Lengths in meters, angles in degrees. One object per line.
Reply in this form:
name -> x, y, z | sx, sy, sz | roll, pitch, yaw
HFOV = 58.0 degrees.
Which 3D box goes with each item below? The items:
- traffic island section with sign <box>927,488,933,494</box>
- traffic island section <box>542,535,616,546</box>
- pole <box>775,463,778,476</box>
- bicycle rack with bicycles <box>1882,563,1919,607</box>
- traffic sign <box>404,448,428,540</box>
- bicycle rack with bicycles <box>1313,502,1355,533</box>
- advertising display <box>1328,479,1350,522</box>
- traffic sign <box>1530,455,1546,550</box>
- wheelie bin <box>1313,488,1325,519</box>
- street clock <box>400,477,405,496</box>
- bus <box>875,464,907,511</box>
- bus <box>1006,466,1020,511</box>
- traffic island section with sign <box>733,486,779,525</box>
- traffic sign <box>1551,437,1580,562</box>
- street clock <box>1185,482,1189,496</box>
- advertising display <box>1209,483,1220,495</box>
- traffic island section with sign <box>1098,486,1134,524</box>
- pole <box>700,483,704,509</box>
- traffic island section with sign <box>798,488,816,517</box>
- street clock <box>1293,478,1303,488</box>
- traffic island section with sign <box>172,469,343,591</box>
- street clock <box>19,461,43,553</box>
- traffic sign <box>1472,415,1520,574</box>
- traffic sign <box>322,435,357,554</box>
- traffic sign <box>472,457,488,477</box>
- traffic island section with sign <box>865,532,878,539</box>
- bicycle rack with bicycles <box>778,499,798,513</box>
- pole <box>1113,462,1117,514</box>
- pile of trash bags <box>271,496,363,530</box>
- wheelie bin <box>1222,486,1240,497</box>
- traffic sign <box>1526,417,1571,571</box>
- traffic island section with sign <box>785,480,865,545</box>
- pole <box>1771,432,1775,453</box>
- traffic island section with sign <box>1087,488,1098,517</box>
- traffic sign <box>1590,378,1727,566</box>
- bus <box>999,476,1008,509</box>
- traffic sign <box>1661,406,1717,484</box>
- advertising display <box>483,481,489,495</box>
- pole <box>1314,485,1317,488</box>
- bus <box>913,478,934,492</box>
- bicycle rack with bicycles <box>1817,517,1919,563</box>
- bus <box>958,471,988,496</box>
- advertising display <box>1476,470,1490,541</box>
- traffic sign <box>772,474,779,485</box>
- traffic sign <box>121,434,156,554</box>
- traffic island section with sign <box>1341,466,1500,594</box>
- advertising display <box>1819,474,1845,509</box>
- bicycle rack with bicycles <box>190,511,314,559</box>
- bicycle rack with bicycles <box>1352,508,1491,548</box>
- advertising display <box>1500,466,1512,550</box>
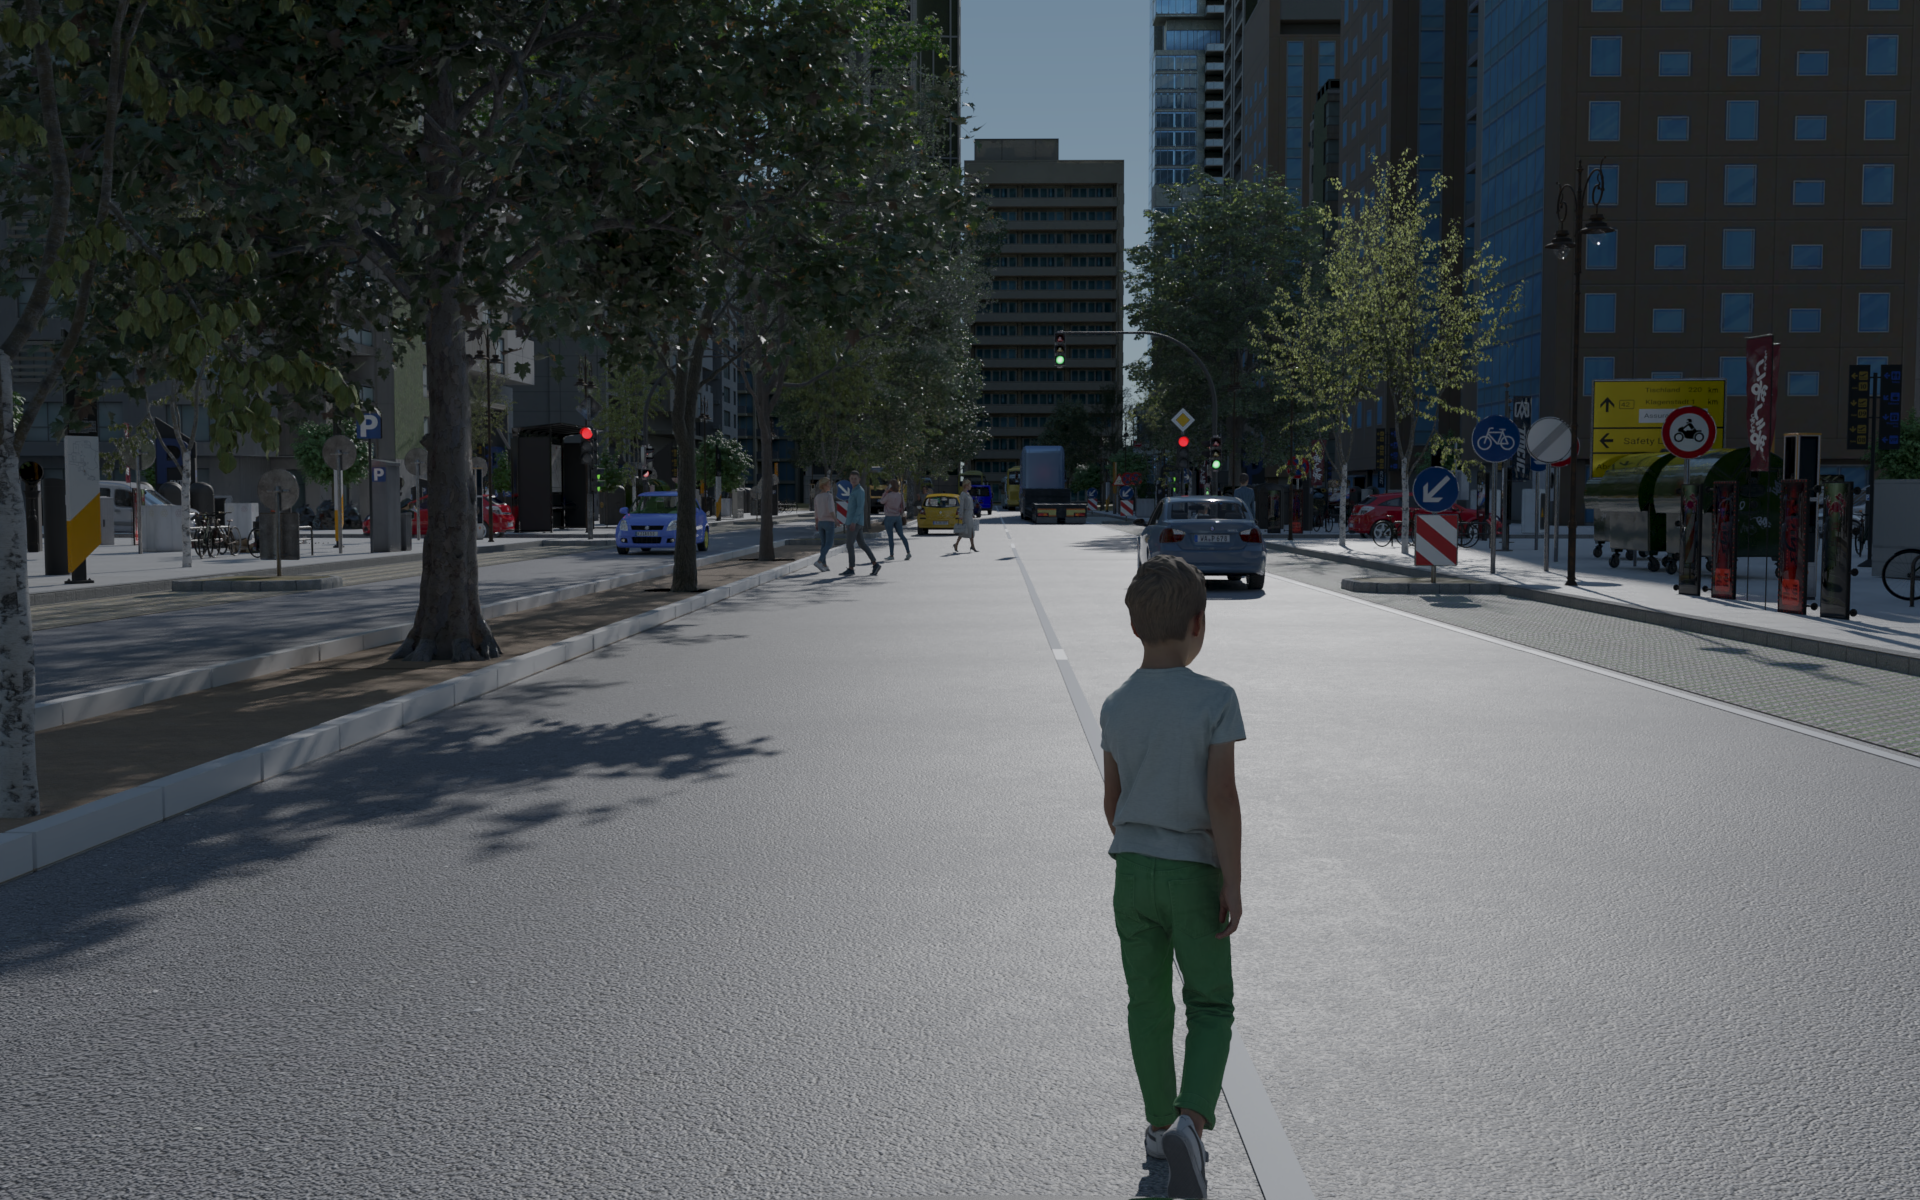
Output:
traffic island section with sign -> -2.383, -7.550, 131.581 | 2.006, 1.907, 1.989 | 0, 4, 1
traffic island section -> -10.457, -1.630, 48.931 | 2.009, 0.180, 2.903 | 0, 4, 1
pole -> -12.056, -7.331, 113.704 | 0.158, 3.312, 0.155 | 0, 3, 0
bicycle rack with bicycles -> 12.059, -0.393, 19.801 | 2.852, 0.926, 2.925 | -3, 5, -40
traffic sign -> -14.991, -2.923, 47.892 | 0.768, 2.556, 0.104 | 0, 4, 4
bicycle rack with bicycles -> 13.273, -2.712, 57.720 | 2.852, 0.926, 2.925 | 0, 4, -6
advertising display -> 16.710, -4.353, 76.385 | 0.974, 1.923, 0.123 | 1, 4, 11
traffic sign -> 13.176, -2.411, 39.525 | 0.768, 2.556, 0.104 | 0, 4, 2
wheelie bin -> 17.260, -4.659, 84.075 | 0.693, 1.594, 0.980 | -3, 4, -38
street clock -> -23.844, -4.219, 73.543 | 0.358, 2.002, 0.471 | 3, 5, 43
bus -> -5.756, -9.254, 142.850 | 2.896, 3.916, 12.252 | 0, 4, 2
bus -> 5.396, -9.766, 151.224 | 2.896, 3.916, 12.252 | 0, 4, 2
traffic island section with sign -> -9.553, -4.458, 81.509 | 1.989, 1.847, 2.006 | 0, 4, 1
traffic sign -> 11.262, -1.991, 32.655 | 0.768, 2.556, 0.104 | 0, 4, 7
street clock -> 11.102, -4.916, 84.954 | 0.471, 2.002, 0.358 | 2, 4, 34
advertising display -> 14.491, -5.788, 99.853 | 0.974, 1.923, 0.123 | 0, 4, 3
traffic island section with sign -> 7.737, -4.496, 82.137 | 1.989, 1.847, 2.006 | 0, 4, 1
pole -> -14.977, -6.532, 100.642 | 0.158, 3.312, 0.155 | 0, 3, 0
traffic island section with sign -> -9.058, -6.112, 108.561 | 1.989, 1.847, 2.006 | 0, 4, 1
street clock -> 14.938, -4.424, 76.894 | 0.471, 2.002, 0.358 | 2, 4, 33
traffic island section with sign -> -10.531, -1.078, 26.260 | 1.989, 1.847, 2.006 | 0, 4, 1
street clock -> -20.390, -2.049, 38.067 | 0.471, 2.002, 0.358 | -2, 4, -27
traffic sign -> 8.613, -1.701, 27.920 | 0.768, 2.556, 0.104 | 0, 4, 5
traffic sign -> -13.364, -2.275, 37.296 | 0.768, 2.556, 0.104 | 0, 4, 6
traffic sign -> -16.539, -3.620, 59.291 | 0.768, 2.556, 0.104 | 0, 4, 5
traffic island section with sign -> -3.713, -2.955, 56.454 | 2.006, 1.907, 1.989 | 0, 4, 1
bicycle rack with bicycles -> -13.439, -7.073, 129.025 | 2.925, 0.926, 2.852 | -2, 4, -29
pole -> 9.923, -7.164, 110.977 | 0.158, 3.312, 0.155 | 0, 3, 0
pile of trash bags -> -23.181, -3.191, 61.926 | 1.912, 1.369, 3.447 | 2, 4, 30
wheelie bin -> 10.331, -3.532, 65.658 | 0.980, 1.594, 0.693 | 0, 4, -7
traffic sign -> 9.725, -1.746, 28.651 | 0.768, 2.556, 0.104 | 0, 4, 6
traffic island section with sign -> -3.854, -2.502, 49.048 | 2.006, 1.907, 1.989 | 0, 4, 1
pole -> 21.667, -3.211, 46.335 | 0.158, 3.312, 0.155 | 0, 3, 0
traffic island section with sign -> 8.225, -6.179, 109.651 | 1.989, 1.847, 2.006 | 0, 4, 1
traffic sign -> 12.279, -2.242, 30.537 | 2.265, 3.308, 0.079 | 1, 4, 9
bus -> 5.383, -10.509, 166.685 | 2.948, 3.499, 13.247 | 0, 4, 0
traffic sign -> 10.504, -1.525, 25.043 | 0.768, 2.556, 0.104 | 0, 4, 5
advertising display -> -22.593, -4.714, 82.295 | 0.123, 1.923, 0.974 | 1, 4, 16
pole -> 23.527, -7.388, 114.631 | 0.158, 3.312, 0.155 | 0, 3, 0
bus -> -4.385, -12.103, 192.735 | 2.948, 3.499, 13.247 | 0, 4, -1
bicycle rack with bicycles -> 18.186, -1.363, 35.660 | 2.852, 0.926, 2.925 | 2, 4, 35
bus -> 1.336, -11.630, 181.692 | 2.896, 3.916, 12.252 | 0, 4, 3
advertising display -> 14.398, -2.598, 47.688 | 0.123, 1.923, 0.974 | 0, 4, 3
traffic sign -> -11.895, -6.723, 110.020 | 0.768, 2.556, 0.104 | 0, 4, 3
traffic sign -> -17.541, -2.256, 36.987 | 0.768, 2.556, 0.104 | 0, 4, 4
traffic island section with sign -> 6.729, -1.039, 25.611 | 1.989, 1.847, 2.006 | 0, 4, 1
advertising display -> 28.420, -3.151, 56.726 | 0.974, 1.923, 0.123 | 0, 4, 6
bicycle rack with bicycles -> -14.632, -1.335, 35.204 | 2.852, 0.926, 2.925 | 0, 4, 7
bicycle rack with bicycles -> 11.379, -1.735, 41.746 | 2.925, 0.926, 2.852 | 0, 4, -4
advertising display -> 12.568, -2.119, 39.861 | 0.123, 1.923, 0.974 | 1, 4, 10
